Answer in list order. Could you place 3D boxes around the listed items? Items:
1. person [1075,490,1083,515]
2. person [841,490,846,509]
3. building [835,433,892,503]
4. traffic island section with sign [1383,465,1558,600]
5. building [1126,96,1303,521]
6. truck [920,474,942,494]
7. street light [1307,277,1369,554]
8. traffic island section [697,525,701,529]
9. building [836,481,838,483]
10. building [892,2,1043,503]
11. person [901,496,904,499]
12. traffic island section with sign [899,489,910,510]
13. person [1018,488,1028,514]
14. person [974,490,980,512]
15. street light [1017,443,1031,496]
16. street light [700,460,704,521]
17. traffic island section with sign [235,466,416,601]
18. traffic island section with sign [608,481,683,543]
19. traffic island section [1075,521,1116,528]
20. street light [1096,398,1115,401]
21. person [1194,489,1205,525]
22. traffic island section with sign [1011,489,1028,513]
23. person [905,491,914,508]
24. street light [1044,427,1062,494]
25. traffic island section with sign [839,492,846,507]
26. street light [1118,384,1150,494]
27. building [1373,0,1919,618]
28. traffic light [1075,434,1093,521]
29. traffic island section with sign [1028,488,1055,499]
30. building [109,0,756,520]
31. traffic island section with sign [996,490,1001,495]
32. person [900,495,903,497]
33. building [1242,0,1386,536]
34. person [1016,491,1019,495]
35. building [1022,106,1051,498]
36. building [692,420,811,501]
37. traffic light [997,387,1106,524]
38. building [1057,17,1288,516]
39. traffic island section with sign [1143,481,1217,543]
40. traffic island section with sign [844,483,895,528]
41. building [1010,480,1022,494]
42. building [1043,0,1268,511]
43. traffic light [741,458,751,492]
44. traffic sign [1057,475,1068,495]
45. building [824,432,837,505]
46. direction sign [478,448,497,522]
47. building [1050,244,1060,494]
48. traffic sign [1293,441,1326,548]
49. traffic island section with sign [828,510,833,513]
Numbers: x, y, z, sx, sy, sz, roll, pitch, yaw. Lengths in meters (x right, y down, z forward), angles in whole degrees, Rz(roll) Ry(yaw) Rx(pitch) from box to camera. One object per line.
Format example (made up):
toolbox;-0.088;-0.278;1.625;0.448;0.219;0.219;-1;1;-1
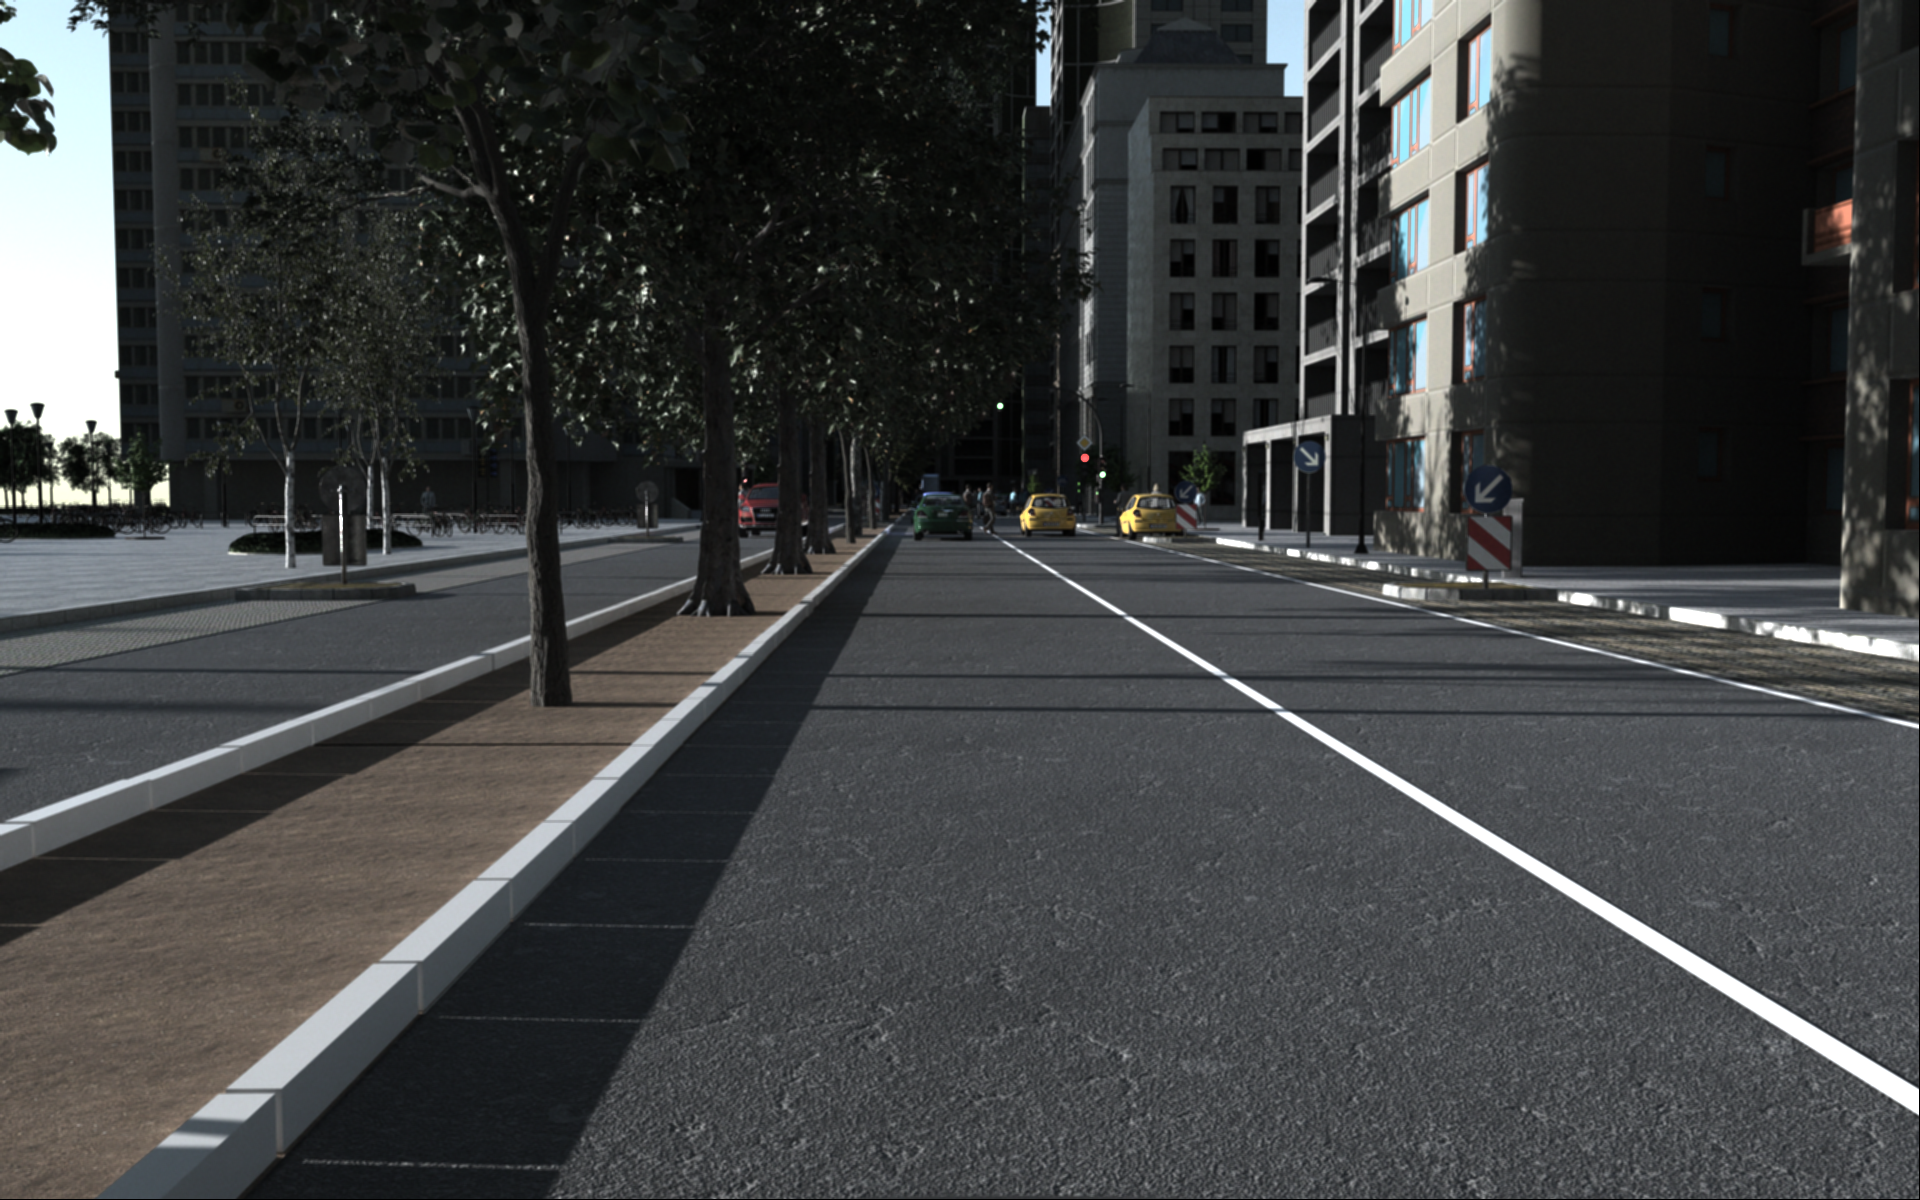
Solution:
person;7.316;-6.050;105.353;0.661;1.777;0.834;0;4;-6
person;-11.388;-9.848;169.525;0.705;1.822;1.348;-2;4;-26
building;-25.251;-57.336;250.118;31.000;86.520;22.319;0;4;-1
traffic island section with sign;6.999;-0.947;24.118;1.989;1.847;2.006;0;4;-1
building;17.387;-14.198;86.895;16.860;20.320;10.420;0;4;-1
truck;-3.751;-14.291;223.423;2.967;4.110;18.799;0;4;-1
street light;8.121;-3.954;37.192;1.470;5.913;1.316;0;4;-1
traffic island section;-9.999;-3.134;73.517;2.009;0.180;2.903;0;4;-1
building;-30.582;-34.541;219.362;28.867;44.769;22.147;0;4;-1
building;0.581;-49.615;249.449;20.611;71.187;20.563;0;4;-1
person;-6.650;-10.977;188.066;0.705;1.812;1.348;3;5;41
traffic island section with sign;-5.516;-9.068;156.398;2.006;1.907;1.989;0;4;-1
person;3.813;-5.900;105.302;0.601;1.785;0.444;2;4;28
person;1.459;-8.166;142.029;0.620;1.820;0.660;-2;4;-26
street light;5.848;-11.242;156.344;1.470;5.913;1.316;0;4;-1
street light;-11.531;-6.648;81.230;1.470;5.913;1.316;0;4;-1
traffic island section with sign;-8.721;-0.946;24.102;1.989;1.847;2.006;0;4;-1
traffic island section with sign;-9.236;-2.598;51.108;1.989;1.847;2.006;0;4;-1
traffic island section;6.040;-3.152;73.821;2.009;0.180;2.903;0;4;-1
street light;7.264;-6.800;83.729;1.470;5.913;1.316;0;4;-1
person;9.899;-3.899;71.609;0.330;1.601;0.589;-3;4;-37
traffic island section with sign;4.878;-7.696;134.465;1.989;1.847;2.006;0;4;-1
person;-4.707;-9.268;160.848;0.721;1.723;1.217;3;4;38
street light;6.509;-9.034;120.243;1.470;5.913;1.316;0;4;-1
traffic island section with sign;-11.822;-10.760;184.552;1.989;1.847;2.006;0;4;-1
street light;7.467;-6.162;73.292;1.470;5.913;1.316;0;4;-1
building;23.574;-10.999;24.872;27.650;21.520;28.899;0;4;-1
traffic light;5.845;-5.674;81.690;0.839;4.253;0.868;0;4;-1
traffic island section with sign;5.402;-6.037;107.329;1.989;1.847;2.006;0;4;-1
building;-27.995;-24.666;95.165;32.217;40.220;23.993;0;4;-1
traffic island section with sign;3.925;-10.717;183.850;1.989;1.847;2.006;0;4;-1
person;-7.786;-13.219;225.572;0.756;1.711;0.436;2;4;29
building;21.523;-37.784;56.016;20.563;71.187;20.611;0;4;-1
person;6.696;-12.192;205.822;0.568;1.767;0.683;-1;4;-14
building;13.614;-30.727;185.982;14.154;41.232;14.086;0;4;-1
building;-22.533;-35.887;128.756;21.231;58.520;28.212;0;4;-1
traffic light;3.910;-6.046;73.524;4.771;5.953;1.251;0;4;-1
building;13.219;-20.763;116.968;11.434;29.767;29.804;0;4;-1
traffic island section with sign;6.477;-2.612;51.333;1.989;1.847;2.006;0;4;-1
traffic island section with sign;-3.923;-4.020;73.868;2.006;1.907;1.989;0;4;-1
building;22.787;-32.291;219.844;32.217;40.220;23.993;0;4;-1
building;17.477;-44.622;167.823;20.563;71.187;20.611;0;4;-1
traffic light;-8.023;-6.531;81.442;4.771;5.953;1.251;0;4;-1
traffic sign;6.889;-7.121;116.538;0.768;2.556;0.104;0;4;1
building;-21.303;-25.817;193.812;14.160;30.474;14.107;0;4;-1
direction sign;-21.898;-5.402;80.315;0.876;3.537;0.379;-2;4;-23
building;14.541;-21.236;144.476;12.463;27.353;25.104;0;4;-1
traffic sign;8.351;-2.530;41.469;0.768;2.556;0.104;0;4;6
traffic island section with sign;-10.831;-7.641;133.555;1.989;1.847;2.006;0;4;-1
